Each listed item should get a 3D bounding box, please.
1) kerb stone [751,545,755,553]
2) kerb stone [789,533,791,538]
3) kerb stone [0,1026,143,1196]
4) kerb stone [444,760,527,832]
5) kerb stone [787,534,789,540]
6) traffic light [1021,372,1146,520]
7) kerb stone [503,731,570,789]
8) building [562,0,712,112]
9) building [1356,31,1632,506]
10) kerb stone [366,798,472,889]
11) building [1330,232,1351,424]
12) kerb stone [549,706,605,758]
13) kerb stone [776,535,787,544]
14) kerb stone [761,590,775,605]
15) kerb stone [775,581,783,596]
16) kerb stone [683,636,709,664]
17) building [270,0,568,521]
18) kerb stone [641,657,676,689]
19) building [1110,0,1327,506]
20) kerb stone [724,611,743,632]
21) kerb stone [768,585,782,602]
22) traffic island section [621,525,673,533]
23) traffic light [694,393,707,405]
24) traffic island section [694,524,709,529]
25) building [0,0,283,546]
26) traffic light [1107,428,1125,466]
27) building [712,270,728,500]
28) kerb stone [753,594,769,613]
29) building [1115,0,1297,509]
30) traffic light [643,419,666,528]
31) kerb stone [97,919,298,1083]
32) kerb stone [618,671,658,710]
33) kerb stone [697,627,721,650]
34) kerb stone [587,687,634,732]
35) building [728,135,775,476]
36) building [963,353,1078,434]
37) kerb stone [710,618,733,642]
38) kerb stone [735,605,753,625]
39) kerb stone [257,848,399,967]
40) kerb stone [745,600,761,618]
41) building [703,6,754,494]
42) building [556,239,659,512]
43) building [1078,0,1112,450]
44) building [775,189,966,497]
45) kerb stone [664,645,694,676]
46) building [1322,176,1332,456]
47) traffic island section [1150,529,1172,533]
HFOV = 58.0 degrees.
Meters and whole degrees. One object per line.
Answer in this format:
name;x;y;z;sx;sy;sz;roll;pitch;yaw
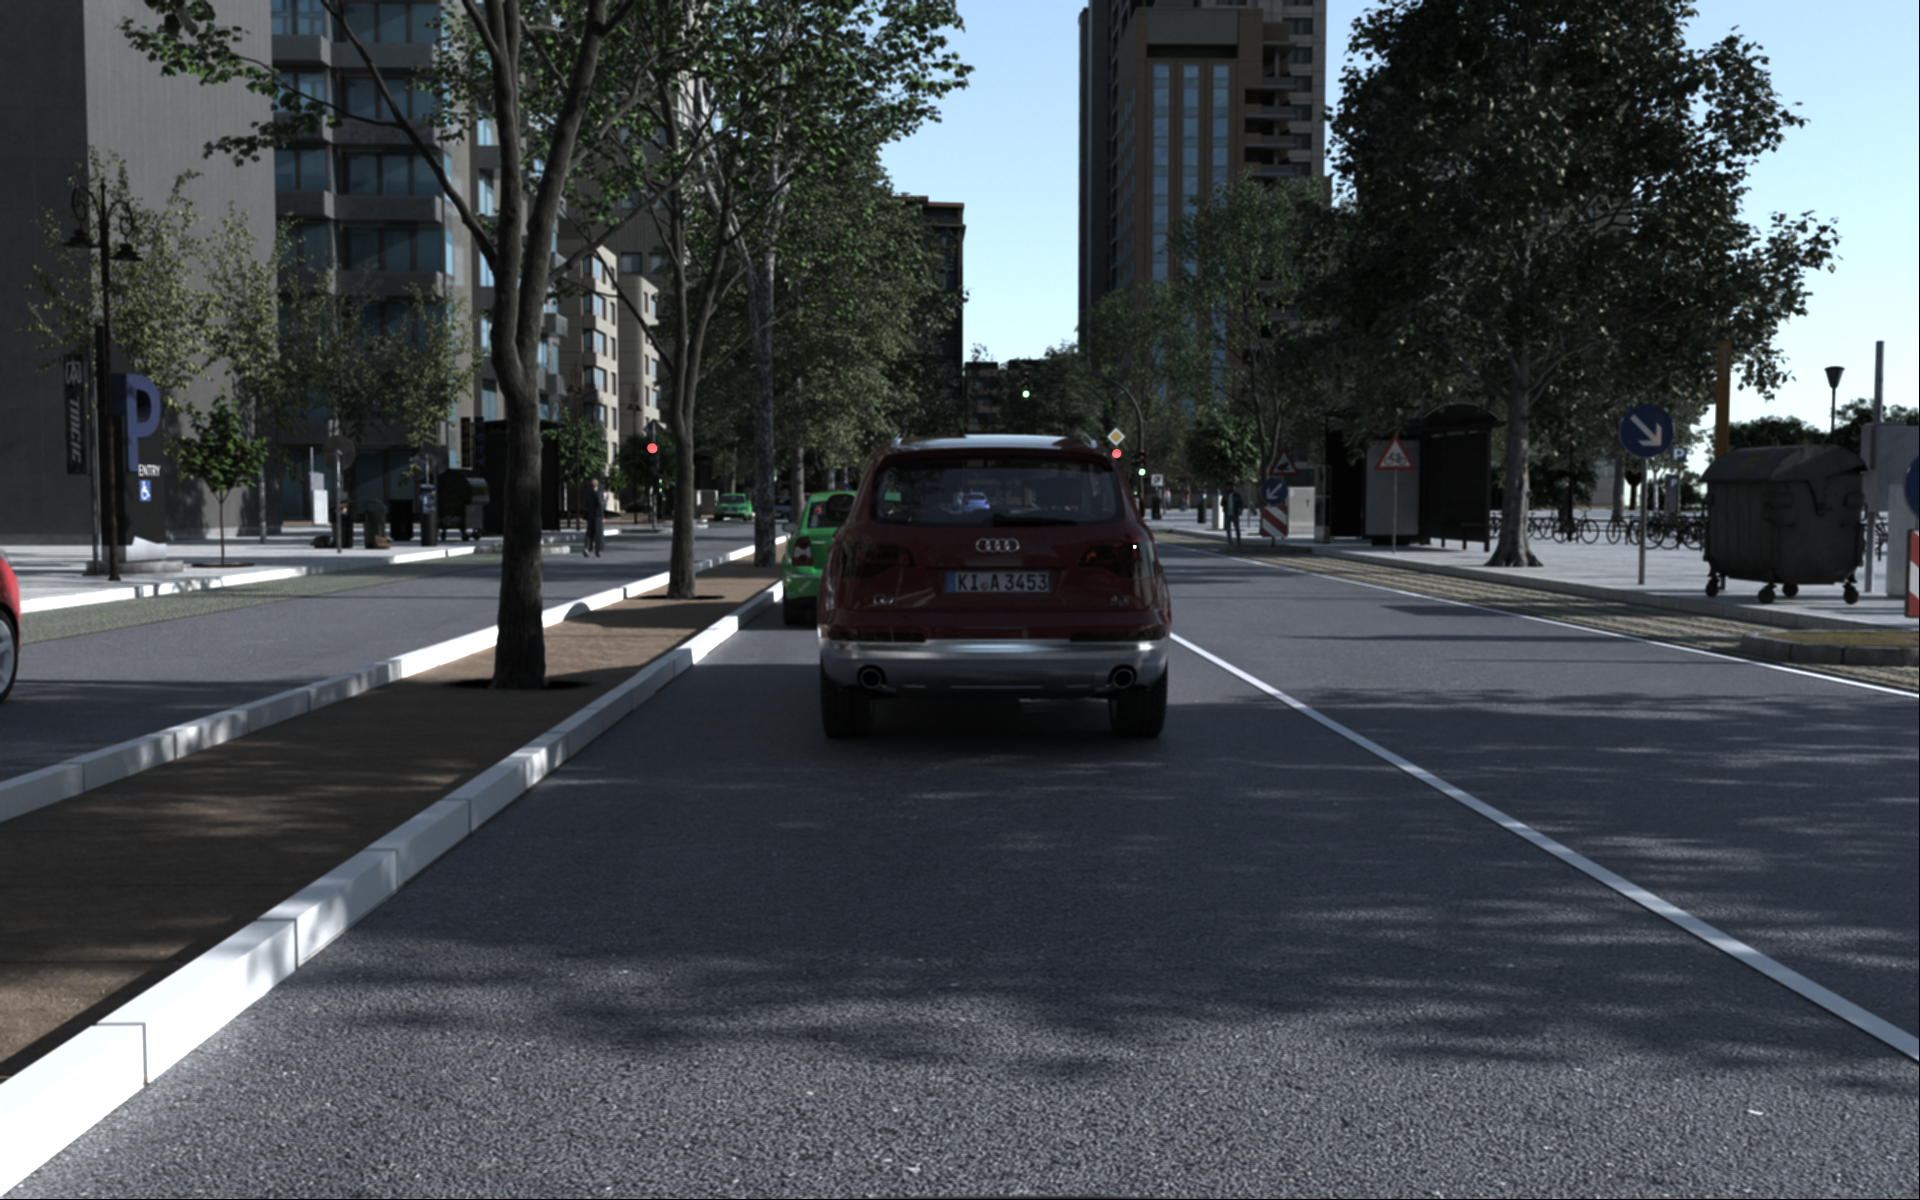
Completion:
kerb stone;-5.090;-1.182;41.563;0.120;0.150;1.000;0;4;-1
kerb stone;-5.400;-1.936;53.846;0.120;0.150;1.000;0;4;-1
kerb stone;-2.023;1.132;3.684;0.120;0.150;1.000;0;4;-1
kerb stone;-2.133;0.881;7.793;0.120;0.150;1.000;0;4;-1
kerb stone;-5.375;-1.873;52.824;0.120;0.150;1.000;0;4;-1
traffic light;4.664;-5.516;64.857;4.771;5.953;1.251;0;4;-1
kerb stone;-2.161;0.821;8.814;0.120;0.150;1.000;0;4;-1
building;-37.725;-34.950;160.672;28.713;52.752;27.495;0;4;-1
building;60.303;-37.532;202.892;27.495;52.752;28.713;0;4;-1
kerb stone;-2.106;0.944;6.758;0.120;0.150;1.000;0;4;-1
building;58.428;-34.464;247.086;14.086;41.232;14.154;0;4;-1
kerb stone;-2.183;0.755;9.844;0.120;0.150;1.000;0;4;-1
kerb stone;-5.351;-1.802;51.797;0.120;0.150;1.000;0;4;-1
kerb stone;-2.496;0.002;22.156;0.120;0.150;1.000;0;4;-1
kerb stone;-2.548;-0.123;24.212;0.120;0.150;1.000;0;4;-1
kerb stone;-2.310;0.446;14.980;0.120;0.150;1.000;0;4;-1
building;-34.163;-28.985;93.510;23.786;49.044;30.456;0;4;-1
kerb stone;-2.270;0.566;12.936;0.120;0.150;1.000;0;4;-1
building;24.441;-45.102;175.673;20.563;71.187;20.611;0;4;-1
kerb stone;-2.396;0.252;18.068;0.120;0.150;1.000;0;4;-1
kerb stone;-2.519;-0.059;23.179;0.120;0.150;1.000;0;4;-1
traffic island section;-11.442;-2.595;64.709;2.009;0.180;2.903;0;4;-1
traffic light;-9.516;-5.993;72.646;4.771;5.953;1.251;0;4;-1
traffic island section;-11.645;-3.083;72.692;2.009;0.180;2.903;0;4;-1
building;-36.488;-14.063;49.001;30.058;24.678;14.314;0;4;-1
traffic light;6.550;-5.145;73.034;0.839;4.253;0.868;0;4;-1
building;-32.344;-25.142;182.775;14.160;30.474;14.107;0;4;-1
kerb stone;-2.466;0.068;21.135;0.120;0.150;1.000;0;4;-1
building;21.979;-31.077;158.222;14.600;45.320;14.200;0;4;-1
traffic light;-11.402;-4.627;64.576;0.839;4.253;0.868;0;4;-1
kerb stone;-2.047;1.070;4.705;0.120;0.150;1.000;0;4;-1
kerb stone;-2.230;0.629;11.909;0.120;0.150;1.000;0;4;-1
kerb stone;-2.347;0.388;16.007;0.120;0.150;1.000;0;4;-1
kerb stone;-2.209;0.692;10.880;0.120;0.150;1.000;0;4;-1
building;-41.975;-40.498;251.378;27.495;52.752;28.713;0;4;-1
building;15.153;-25.032;254.311;28.899;21.520;27.650;0;4;-1
kerb stone;-2.368;0.317;17.044;0.120;0.150;1.000;0;4;-1
kerb stone;-2.423;0.193;19.090;0.120;0.150;1.000;0;4;-1
kerb stone;-2.077;1.007;5.737;0.120;0.150;1.000;0;4;-1
kerb stone;-2.442;0.131;20.113;0.120;0.150;1.000;0;4;-1
building;-40.853;-54.399;202.098;31.000;86.520;22.319;0;4;-1
building;-38.928;-17.542;131.849;27.650;21.520;28.899;0;4;-1
building;24.289;-40.325;201.318;21.231;58.520;28.212;0;4;-1
building;-13.759;-36.451;250.593;28.867;44.769;22.147;0;4;-1
kerb stone;-2.288;0.504;13.958;0.120;0.150;1.000;0;4;-1
building;40.496;-38.314;250.142;21.600;48.544;21.300;0;4;-1
traffic island section;6.793;-2.623;65.167;2.009;0.180;2.903;0;4;-1
